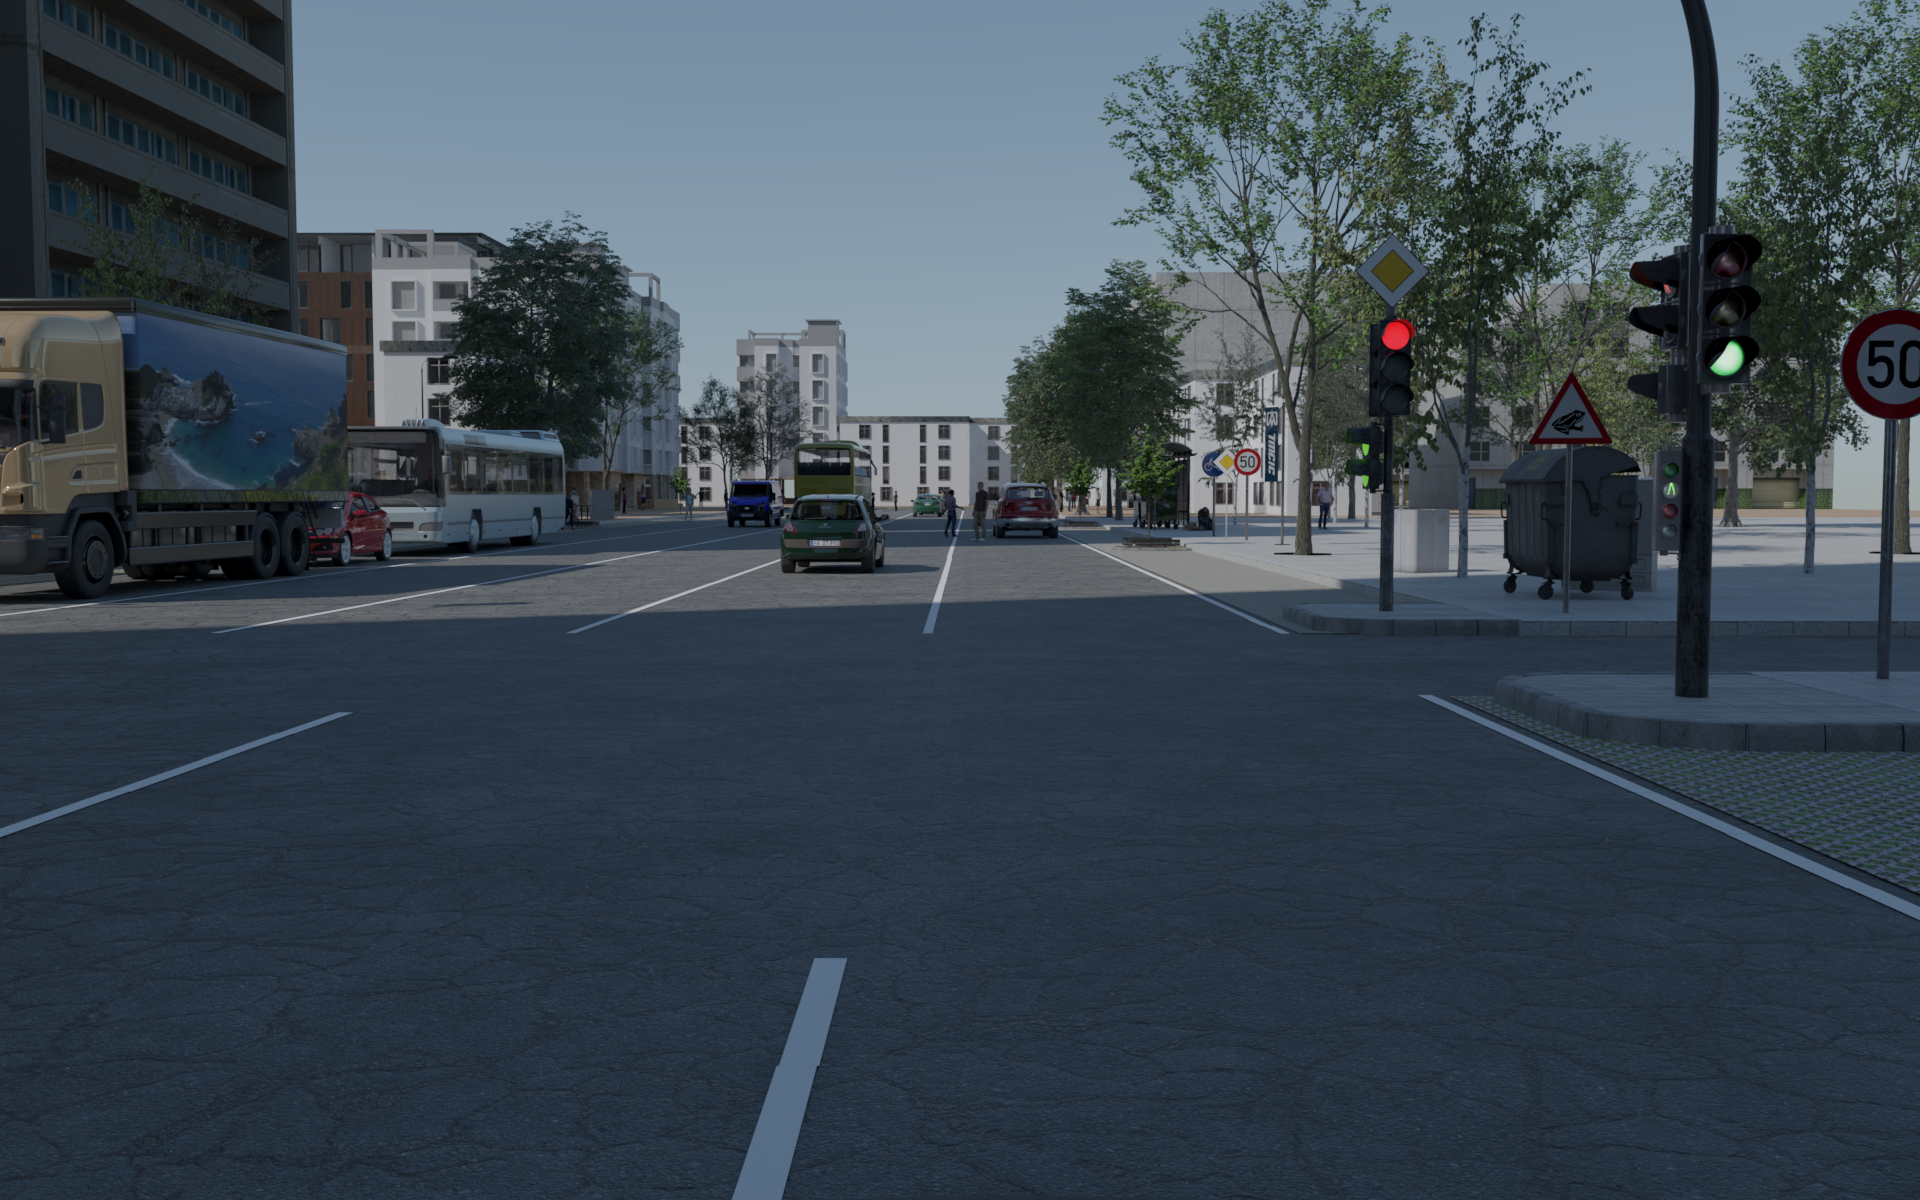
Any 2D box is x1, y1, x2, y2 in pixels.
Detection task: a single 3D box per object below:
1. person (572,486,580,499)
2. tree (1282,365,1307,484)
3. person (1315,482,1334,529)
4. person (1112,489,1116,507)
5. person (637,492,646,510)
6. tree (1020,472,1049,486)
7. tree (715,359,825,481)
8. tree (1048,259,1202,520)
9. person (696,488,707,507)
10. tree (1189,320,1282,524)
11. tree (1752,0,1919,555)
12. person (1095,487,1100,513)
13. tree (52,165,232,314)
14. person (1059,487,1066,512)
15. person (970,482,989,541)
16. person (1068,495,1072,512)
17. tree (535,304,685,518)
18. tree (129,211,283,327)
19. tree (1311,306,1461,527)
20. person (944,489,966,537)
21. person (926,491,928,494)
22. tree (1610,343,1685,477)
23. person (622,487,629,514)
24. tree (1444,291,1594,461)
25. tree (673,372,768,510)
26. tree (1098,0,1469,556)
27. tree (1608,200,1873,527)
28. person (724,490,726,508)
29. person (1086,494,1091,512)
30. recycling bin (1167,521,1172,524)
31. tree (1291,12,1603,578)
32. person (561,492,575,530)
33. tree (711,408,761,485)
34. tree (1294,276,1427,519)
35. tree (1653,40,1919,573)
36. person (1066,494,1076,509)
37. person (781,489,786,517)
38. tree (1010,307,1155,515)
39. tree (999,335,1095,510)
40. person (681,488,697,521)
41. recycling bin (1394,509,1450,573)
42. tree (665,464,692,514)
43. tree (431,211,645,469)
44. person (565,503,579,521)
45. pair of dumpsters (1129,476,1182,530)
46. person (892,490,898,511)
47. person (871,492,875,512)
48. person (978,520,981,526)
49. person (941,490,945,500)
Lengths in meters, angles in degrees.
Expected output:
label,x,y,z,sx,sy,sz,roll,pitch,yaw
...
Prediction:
label,x,y,z,sx,sy,sz,roll,pitch,yaw
person,-24.219,-6.287,108.924,0.705,1.814,1.350,-2,4,-32
tree,15.531,-7.121,66.797,4.360,8.622,3.978,0,3,0
person,13.305,-3.427,63.011,0.756,1.711,0.436,-1,4,-8
person,15.111,-9.945,169.320,0.621,1.740,0.551,-1,4,-17
person,-24.908,-7.713,135.381,0.697,1.427,0.421,0,4,8
tree,7.571,-11.389,169.916,4.285,4.588,4.351,0,3,0
tree,-17.494,-15.110,157.419,12.009,13.543,11.850,0,3,0
tree,7.920,-10.118,83.551,7.486,12.596,7.792,0,3,0
person,-25.262,-9.991,169.021,1.348,1.869,0.705,-2,4,-24
tree,11.779,-7.563,74.021,4.360,8.622,3.978,0,3,0
tree,19.926,-6.785,36.693,9.928,11.665,9.643,0,3,0
person,9.325,-6.667,115.830,0.721,1.735,1.217,0,4,5
tree,-18.854,-5.449,39.447,4.737,8.622,4.395,0,3,0
person,7.256,-7.099,122.638,0.721,1.766,1.217,1,4,21
person,0.594,-2.703,52.830,0.434,1.807,0.598,-2,4,-33
person,8.037,-7.359,126.440,0.705,1.814,1.350,0,4,3
tree,-18.818,-10.199,92.502,9.928,11.665,9.643,0,3,0
tree,-19.552,-5.766,44.638,4.360,8.622,3.978,0,3,0
tree,14.734,-6.616,58.533,4.360,8.622,3.978,0,3,0
person,-0.262,-2.889,57.698,0.963,1.587,0.435,3,5,41
person,-2.800,-8.579,149.556,1.217,1.735,0.721,-3,5,-42
tree,33.232,-8.140,83.452,4.360,8.622,3.978,0,3,0
person,-21.793,-6.489,112.817,0.721,1.739,1.217,0,4,5
tree,25.622,-8.833,78.839,7.601,10.594,8.767,-1,4,-19
tree,-18.242,-12.154,133.128,7.601,10.594,8.767,0,4,7
tree,7.059,-6.743,36.006,9.928,11.665,9.643,0,3,0
tree,30.134,-9.176,67.036,9.611,12.733,9.660,0,3,0
person,-22.414,-9.664,164.765,0.721,1.735,1.217,0,4,-6
person,9.379,-7.199,126.937,0.799,1.438,0.628,3,4,37
recycling bin,8.925,-3.825,75.092,0.722,1.027,0.722,2,4,31
tree,7.554,-4.660,26.549,4.737,8.622,4.395,0,3,0
person,-15.543,-3.522,68.624,0.613,1.512,0.480,0,4,2
tree,-18.629,-11.809,143.440,4.360,8.622,3.978,0,3,0
tree,20.622,-10.474,89.384,7.486,12.596,7.792,0,3,0
tree,13.538,-4.742,27.889,4.737,8.622,4.395,0,3,0
person,9.844,-8.813,150.105,1.348,1.831,0.705,1,4,16
person,-11.447,-6.198,110.524,0.721,1.739,1.217,2,4,26
tree,7.636,-11.585,106.430,9.611,12.733,9.660,0,3,0
tree,8.085,-14.175,138.418,9.857,13.997,8.962,0,3,0
person,-14.171,-4.979,90.636,0.841,1.734,0.376,-1,4,-15
recycling bin,7.545,-0.973,28.471,0.722,1.027,0.722,-1,4,-22
tree,-17.816,-7.102,110.717,1.663,3.219,1.824,0,3,0
tree,-19.253,-10.518,78.623,9.857,13.997,8.962,0,3,0
person,-18.099,-4.092,80.872,0.347,0.859,0.695,2,4,24
pair of dumpsters,7.282,-3.799,64.605,1.574,2.255,4.437,0,3,0
person,-5.446,-8.296,144.851,0.721,1.735,1.217,-1,4,-21
person,-4.631,-4.816,89.608,0.546,1.535,0.453,-2,4,-25
person,0.947,-4.065,78.195,0.697,1.427,0.421,-3,4,-36
person,-1.353,-7.220,127.336,0.721,1.735,1.217,1,4,10
